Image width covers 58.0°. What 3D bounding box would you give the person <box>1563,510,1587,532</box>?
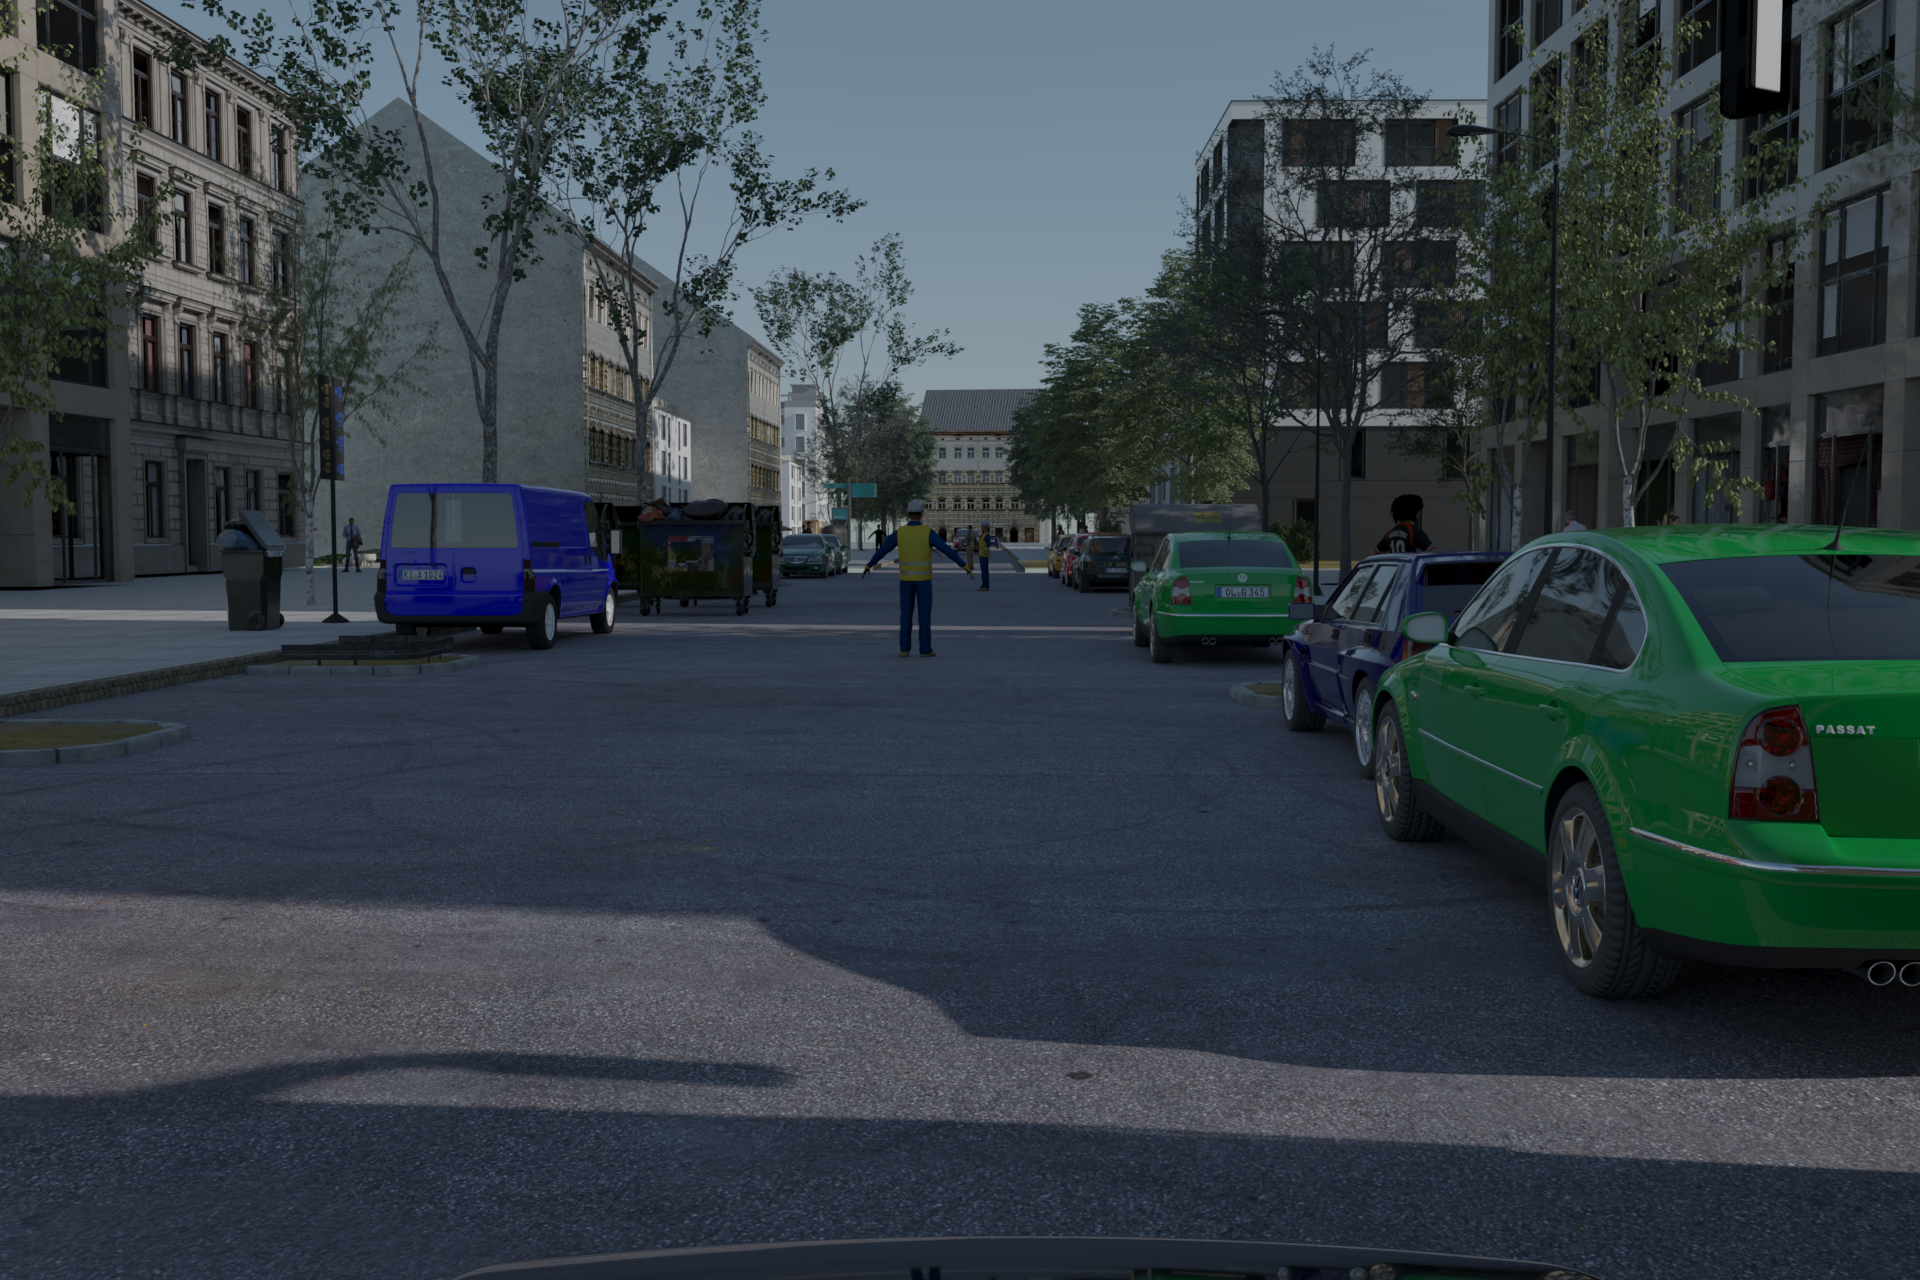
[{"bbox_3d":[11.150,-1.502,31.542,0.756,1.711,0.436,-1,4,-14],"label":"person"}]

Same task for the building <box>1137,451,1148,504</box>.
[{"bbox_3d":[29.854,-22.111,192.435,19.493,23.208,18.063,0,4,1],"label":"building"}]

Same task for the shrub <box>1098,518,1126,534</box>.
[{"bbox_3d":[6.468,-4.299,74.709,1.690,2.028,1.600,0,3,0],"label":"shrub"}]

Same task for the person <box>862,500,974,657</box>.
[{"bbox_3d":[-0.511,-0.723,20.242,1.349,1.833,0.705,1,4,11],"label":"person"}]

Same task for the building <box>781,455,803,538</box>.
[{"bbox_3d":[-22.484,-15.653,198.080,9.099,9.664,28.070,0,4,0],"label":"building"}]

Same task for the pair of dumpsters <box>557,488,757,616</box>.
[{"bbox_3d":[-5.869,-1.568,30.595,4.436,2.255,1.574,0,4,1],"label":"pair of dumpsters"}]

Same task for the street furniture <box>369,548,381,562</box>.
[{"bbox_3d":[-24.877,-4.611,82.241,11.010,1.723,9.812,0,4,-3],"label":"street furniture"}]

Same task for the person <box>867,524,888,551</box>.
[{"bbox_3d":[-4.482,-5.487,95.653,1.347,1.837,0.705,0,4,8],"label":"person"}]

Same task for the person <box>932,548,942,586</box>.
[{"bbox_3d":[-0.880,-2.206,47.792,0.599,1.433,0.991,3,5,44],"label":"person"}]

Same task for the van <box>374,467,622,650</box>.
[{"bbox_3d":[-5.970,-1.146,23.124,2.240,2.365,5.245,0,4,1],"label":"van"}]

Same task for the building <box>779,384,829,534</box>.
[{"bbox_3d":[-22.903,-22.208,219.525,16.016,20.090,11.380,0,4,2],"label":"building"}]

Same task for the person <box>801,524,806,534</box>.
[{"bbox_3d":[-8.540,-5.389,94.252,0.704,1.812,1.346,-1,4,-16],"label":"person"}]

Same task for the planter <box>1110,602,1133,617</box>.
[{"bbox_3d":[3.671,-0.583,30.674,1.991,0.319,1.994,0,4,2],"label":"planter"}]

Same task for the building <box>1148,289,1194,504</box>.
[{"bbox_3d":[24.256,-16.263,132.350,16.747,18.905,31.486,0,4,1],"label":"building"}]

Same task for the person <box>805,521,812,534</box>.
[{"bbox_3d":[-6.019,-3.869,69.490,0.704,1.802,1.346,0,4,-1],"label":"person"}]

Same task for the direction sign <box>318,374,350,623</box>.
[{"bbox_3d":[-9.054,-2.019,25.015,0.379,3.537,0.876,0,4,0],"label":"direction sign"}]

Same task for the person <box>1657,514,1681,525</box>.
[{"bbox_3d":[15.768,-1.928,38.371,0.742,1.727,0.445,-3,4,-39],"label":"person"}]

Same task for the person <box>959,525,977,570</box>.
[{"bbox_3d":[0.375,-3.692,69.096,0.705,1.796,1.348,2,4,30],"label":"person"}]

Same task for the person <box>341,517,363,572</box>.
[{"bbox_3d":[-20.327,-3.179,57.887,0.709,1.838,0.599,-1,4,-20],"label":"person"}]

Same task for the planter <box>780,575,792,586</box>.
[{"bbox_3d":[-5.710,-1.649,48.094,1.991,0.319,1.994,0,4,2],"label":"planter"}]

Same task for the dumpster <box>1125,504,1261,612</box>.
[{"bbox_3d":[3.330,-1.013,24.777,1.865,1.857,1.264,0,4,1],"label":"dumpster"}]

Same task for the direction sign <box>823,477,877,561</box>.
[{"bbox_3d":[-5.146,-5.680,81.623,2.525,3.948,1.411,0,4,2],"label":"direction sign"}]

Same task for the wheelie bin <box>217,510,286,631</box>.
[{"bbox_3d":[-9.480,-0.932,23.152,0.693,1.594,0.980,0,4,2],"label":"wheelie bin"}]

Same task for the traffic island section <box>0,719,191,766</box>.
[{"bbox_3d":[-6.367,0.688,11.617,1.991,0.108,1.994,0,4,1],"label":"traffic island section"}]

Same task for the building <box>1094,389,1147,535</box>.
[{"bbox_3d":[27.153,-24.021,223.677,19.493,23.208,18.063,0,4,1],"label":"building"}]

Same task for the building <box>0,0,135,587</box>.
[{"bbox_3d":[-30.756,-13.623,25.937,19.351,26.588,34.151,0,4,2],"label":"building"}]

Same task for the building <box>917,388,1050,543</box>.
[{"bbox_3d":[3.853,-26.150,260.940,18.063,23.208,19.493,0,4,7],"label":"building"}]

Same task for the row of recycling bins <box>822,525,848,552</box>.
[{"bbox_3d":[-5.564,-4.310,77.576,1.069,1.692,3.534,0,4,2],"label":"row of recycling bins"}]

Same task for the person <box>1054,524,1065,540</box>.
[{"bbox_3d":[5.772,-5.786,100.368,0.705,1.858,1.354,-1,4,-17],"label":"person"}]

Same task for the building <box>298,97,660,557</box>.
[{"bbox_3d":[-28.113,-16.256,96.717,19.493,23.208,18.063,0,4,1],"label":"building"}]

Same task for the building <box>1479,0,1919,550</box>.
[{"bbox_3d":[26.850,-14.504,40.350,19.350,26.588,34.151,0,4,1],"label":"building"}]

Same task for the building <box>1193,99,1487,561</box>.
[{"bbox_3d":[26.918,-15.539,98.036,27.936,21.610,32.646,0,4,1],"label":"building"}]

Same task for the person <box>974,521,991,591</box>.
[{"bbox_3d":[0.542,-2.125,43.669,0.721,1.772,1.216,-1,4,-13],"label":"person"}]

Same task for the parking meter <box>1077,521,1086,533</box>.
[{"bbox_3d":[5.200,-4.185,74.136,0.399,1.863,0.255,0,3,0],"label":"parking meter"}]

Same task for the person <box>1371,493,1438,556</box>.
[{"bbox_3d":[4.417,-0.515,17.018,0.704,1.843,1.345,-2,4,-31],"label":"person"}]

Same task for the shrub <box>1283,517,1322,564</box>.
[{"bbox_3d":[14.789,-4.304,74.791,1.690,2.028,1.600,0,3,0],"label":"shrub"}]

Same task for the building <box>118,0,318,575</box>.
[{"bbox_3d":[-28.415,-11.605,53.365,10.561,19.211,19.286,0,4,1],"label":"building"}]

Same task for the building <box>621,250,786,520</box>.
[{"bbox_3d":[-25.323,-19.117,143.499,19.493,23.208,18.063,0,4,2],"label":"building"}]

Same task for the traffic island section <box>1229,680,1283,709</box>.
[{"bbox_3d":[3.377,0.482,14.987,1.991,0.108,1.994,0,4,1],"label":"traffic island section"}]

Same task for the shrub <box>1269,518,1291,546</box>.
[{"bbox_3d":[14.743,-4.627,80.076,1.690,2.028,1.600,0,3,0],"label":"shrub"}]

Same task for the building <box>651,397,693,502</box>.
[{"bbox_3d":[-23.105,-10.903,120.407,9.099,9.664,28.070,0,3,0],"label":"building"}]

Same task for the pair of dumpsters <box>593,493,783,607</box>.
[{"bbox_3d":[-5.762,-1.791,34.232,4.436,2.255,1.574,0,4,1],"label":"pair of dumpsters"}]

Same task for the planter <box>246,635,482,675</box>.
[{"bbox_3d":[-6.255,0.158,18.564,1.991,0.319,1.994,0,4,1],"label":"planter"}]

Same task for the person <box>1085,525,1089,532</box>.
[{"bbox_3d":[7.494,-5.950,103.465,0.705,1.806,1.347,0,4,3],"label":"person"}]
